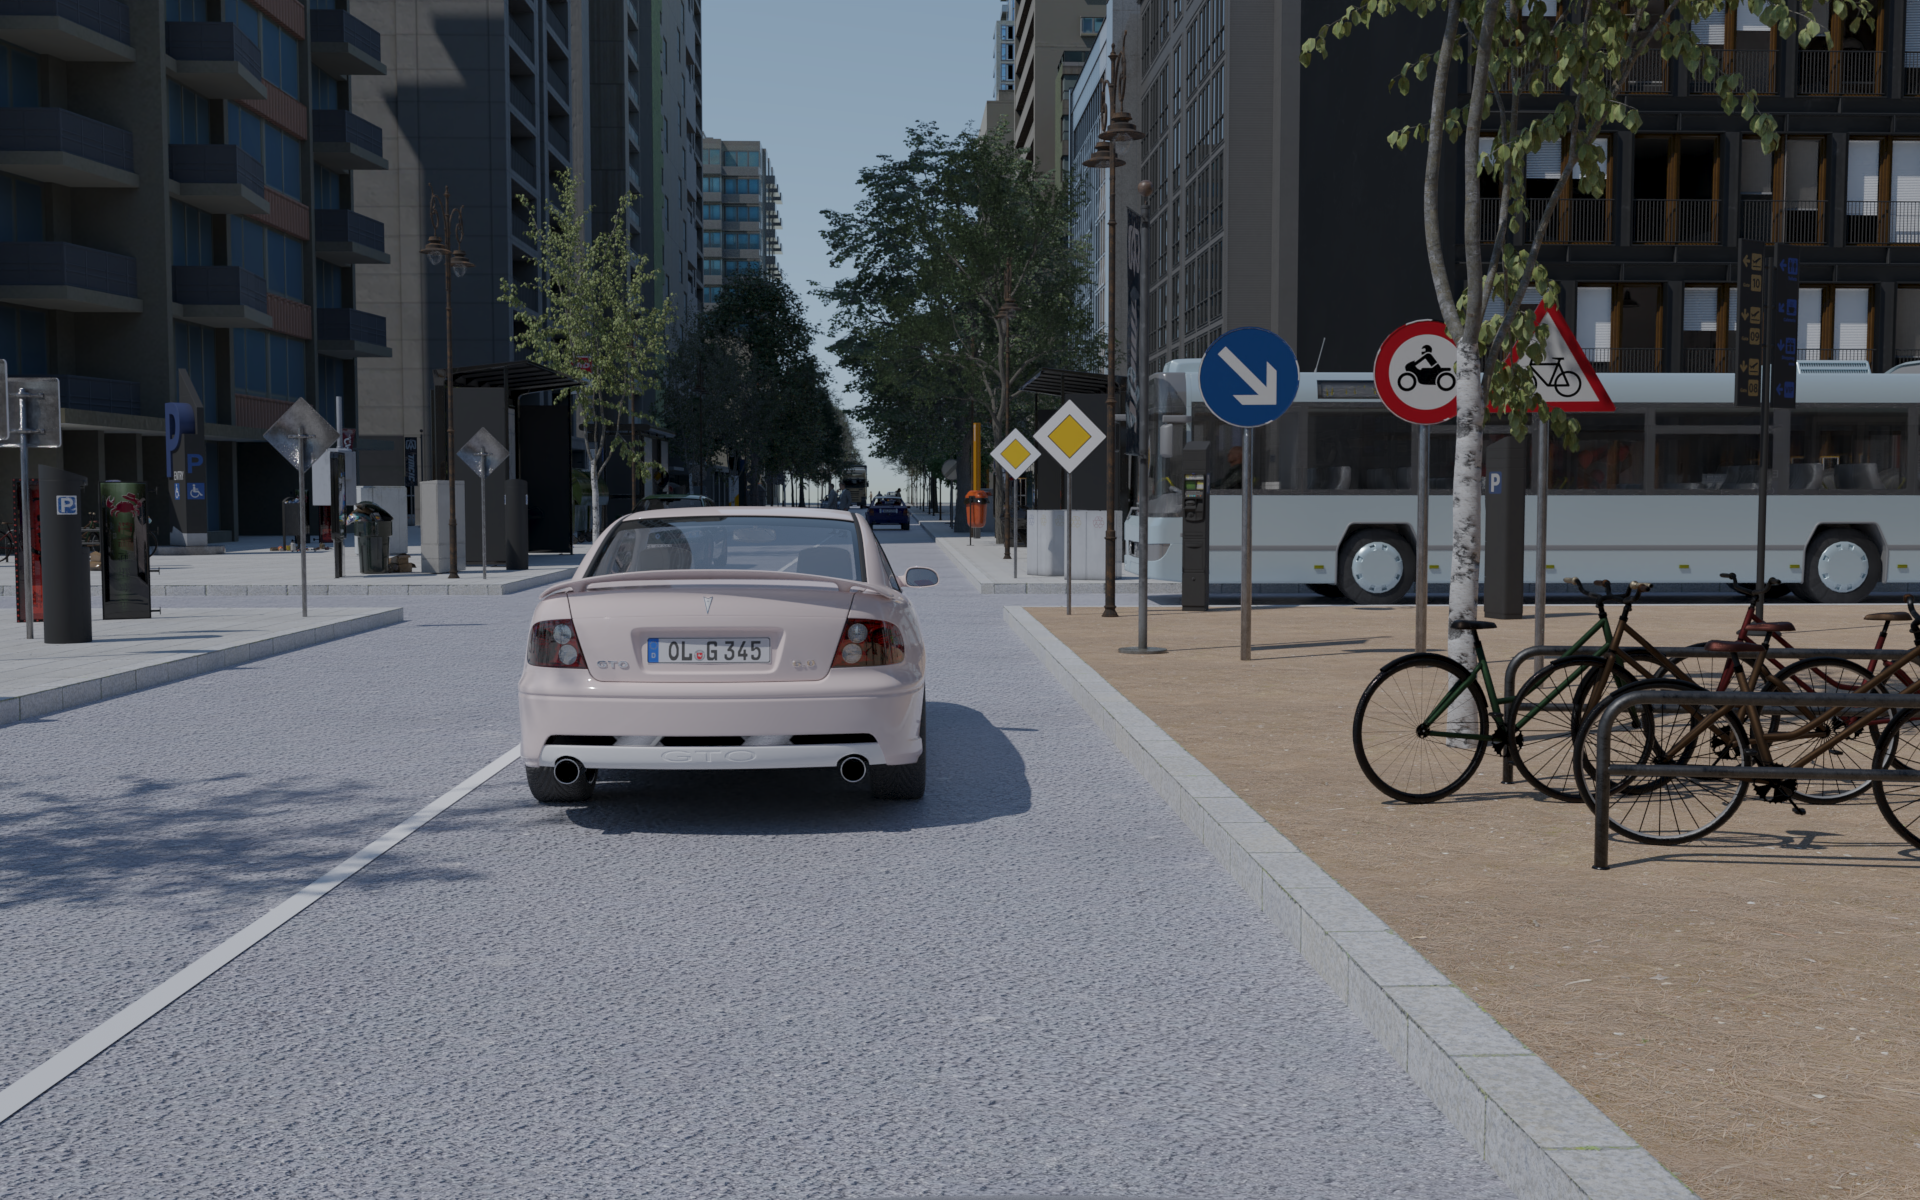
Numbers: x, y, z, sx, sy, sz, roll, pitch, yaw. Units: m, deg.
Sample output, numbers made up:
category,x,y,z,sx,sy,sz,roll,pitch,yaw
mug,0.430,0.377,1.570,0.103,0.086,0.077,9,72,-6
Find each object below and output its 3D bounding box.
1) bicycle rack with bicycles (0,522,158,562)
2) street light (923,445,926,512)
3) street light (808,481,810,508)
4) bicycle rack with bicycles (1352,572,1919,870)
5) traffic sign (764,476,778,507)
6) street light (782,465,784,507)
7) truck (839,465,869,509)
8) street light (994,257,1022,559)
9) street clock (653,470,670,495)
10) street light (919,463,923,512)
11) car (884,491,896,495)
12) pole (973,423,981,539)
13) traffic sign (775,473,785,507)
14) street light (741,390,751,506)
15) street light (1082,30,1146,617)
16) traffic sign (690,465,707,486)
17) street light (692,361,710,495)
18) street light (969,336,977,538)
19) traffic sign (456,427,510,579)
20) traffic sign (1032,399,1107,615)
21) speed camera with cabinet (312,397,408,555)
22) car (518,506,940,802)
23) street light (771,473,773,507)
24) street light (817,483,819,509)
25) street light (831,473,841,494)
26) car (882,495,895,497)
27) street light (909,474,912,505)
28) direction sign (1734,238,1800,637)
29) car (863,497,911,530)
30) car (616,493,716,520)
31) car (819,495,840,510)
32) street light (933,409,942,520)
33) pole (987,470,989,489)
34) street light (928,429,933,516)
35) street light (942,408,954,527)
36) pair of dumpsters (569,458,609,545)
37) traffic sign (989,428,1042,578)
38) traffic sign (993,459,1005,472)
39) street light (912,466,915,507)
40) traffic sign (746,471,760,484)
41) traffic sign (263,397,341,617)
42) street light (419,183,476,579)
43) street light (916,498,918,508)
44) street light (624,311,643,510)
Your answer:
category,x,y,z,sx,sy,sz,roll,pitch,yaw
bicycle rack with bicycles,-17.095,-1.231,33.509,2.925,0.926,2.852,-1,4,-13
street light,-1.934,-8.357,109.420,0.468,5.910,1.993,0,4,-2
street light,-11.873,-9.991,136.140,0.468,5.910,1.993,0,4,-2
bicycle rack with bicycles,3.041,0.402,6.813,2.925,0.926,2.852,1,4,9
traffic sign,-10.577,-5.923,96.946,0.768,2.556,0.104,0,4,-1
street light,-10.507,-7.943,102.653,0.468,5.910,1.993,0,4,-2
truck,-10.304,-11.023,169.140,2.839,4.237,11.283,0,4,-3
street light,0.936,-3.746,34.029,0.468,5.910,1.993,0,4,-2
street clock,-8.806,-2.849,51.152,0.471,2.002,0.358,0,4,-7
street light,-2.673,-9.419,126.793,0.468,5.910,1.993,0,4,-2
car,-9.611,-14.517,246.022,2.281,1.827,5.304,0,4,-3
pole,0.489,-3.417,49.717,0.158,3.312,0.155,0,3,0
traffic sign,-10.263,-5.968,97.680,0.768,2.556,0.104,0,4,2
street light,-9.578,-6.387,77.218,0.468,5.910,1.993,0,4,-2
street light,1.569,-2.761,17.925,0.468,5.910,1.993,0,4,-2
traffic sign,-11.484,-4.639,75.949,0.768,2.556,0.104,0,4,-1
street light,-9.008,-5.349,60.244,0.468,5.910,1.993,0,4,-2
street light,0.364,-4.771,50.798,0.468,5.910,1.993,0,4,-2
traffic sign,-7.149,-1.367,25.998,0.795,2.450,0.064,0,4,-2
traffic sign,1.152,-0.897,18.309,0.795,2.450,0.064,0,4,-2
speed camera with cabinet,-12.445,-2.545,35.939,0.660,3.252,2.038,2,4,28
car,-1.136,0.177,9.474,2.083,1.381,4.827,0,4,-2
street light,-10.189,-7.403,93.819,0.468,5.910,1.993,0,4,-2
street light,-12.531,-11.006,152.737,0.468,5.910,1.993,0,4,-2
street light,-14.524,-14.053,202.547,0.468,5.910,1.993,0,4,-2
car,-5.640,-7.701,138.499,1.945,1.354,3.894,0,4,-3
street light,-4.725,-12.514,177.399,0.468,5.910,1.993,0,4,-2
direction sign,7.273,-1.447,15.660,0.876,3.537,0.379,-2,4,-32
car,-2.939,-3.502,69.843,1.945,1.354,3.894,0,4,-4
car,-5.469,-1.423,33.057,2.009,1.686,4.222,0,4,-1
car,-8.939,-6.772,122.729,2.014,1.417,4.499,0,4,-1
street light,-0.956,-6.827,84.411,0.468,5.910,1.993,0,4,-2
pole,1.487,-6.132,94.104,0.158,3.312,0.155,0,3,0
street light,-1.540,-7.842,101.012,0.468,5.910,1.993,0,4,-2
street light,-0.333,-5.795,67.544,0.468,5.910,1.993,0,4,-2
pair of dumpsters,-10.391,-2.646,45.762,1.574,2.255,4.437,0,4,-2
traffic sign,0.840,-1.385,26.289,0.795,2.450,0.064,0,4,-2
traffic sign,1.381,-3.159,51.764,0.768,2.556,0.104,0,4,7
street light,-3.976,-11.453,160.044,0.468,5.910,1.993,0,4,-2
traffic sign,-11.038,-5.650,92.476,0.768,2.556,0.104,0,4,2
traffic sign,-6.837,-0.879,18.019,0.795,2.450,0.064,0,4,-2
street light,-7.695,-3.264,26.147,0.468,5.910,1.993,0,4,-2
street light,-3.290,-10.435,143.392,0.468,5.910,1.993,0,4,-2
street light,-8.237,-4.334,43.651,0.468,5.910,1.993,0,4,-2
